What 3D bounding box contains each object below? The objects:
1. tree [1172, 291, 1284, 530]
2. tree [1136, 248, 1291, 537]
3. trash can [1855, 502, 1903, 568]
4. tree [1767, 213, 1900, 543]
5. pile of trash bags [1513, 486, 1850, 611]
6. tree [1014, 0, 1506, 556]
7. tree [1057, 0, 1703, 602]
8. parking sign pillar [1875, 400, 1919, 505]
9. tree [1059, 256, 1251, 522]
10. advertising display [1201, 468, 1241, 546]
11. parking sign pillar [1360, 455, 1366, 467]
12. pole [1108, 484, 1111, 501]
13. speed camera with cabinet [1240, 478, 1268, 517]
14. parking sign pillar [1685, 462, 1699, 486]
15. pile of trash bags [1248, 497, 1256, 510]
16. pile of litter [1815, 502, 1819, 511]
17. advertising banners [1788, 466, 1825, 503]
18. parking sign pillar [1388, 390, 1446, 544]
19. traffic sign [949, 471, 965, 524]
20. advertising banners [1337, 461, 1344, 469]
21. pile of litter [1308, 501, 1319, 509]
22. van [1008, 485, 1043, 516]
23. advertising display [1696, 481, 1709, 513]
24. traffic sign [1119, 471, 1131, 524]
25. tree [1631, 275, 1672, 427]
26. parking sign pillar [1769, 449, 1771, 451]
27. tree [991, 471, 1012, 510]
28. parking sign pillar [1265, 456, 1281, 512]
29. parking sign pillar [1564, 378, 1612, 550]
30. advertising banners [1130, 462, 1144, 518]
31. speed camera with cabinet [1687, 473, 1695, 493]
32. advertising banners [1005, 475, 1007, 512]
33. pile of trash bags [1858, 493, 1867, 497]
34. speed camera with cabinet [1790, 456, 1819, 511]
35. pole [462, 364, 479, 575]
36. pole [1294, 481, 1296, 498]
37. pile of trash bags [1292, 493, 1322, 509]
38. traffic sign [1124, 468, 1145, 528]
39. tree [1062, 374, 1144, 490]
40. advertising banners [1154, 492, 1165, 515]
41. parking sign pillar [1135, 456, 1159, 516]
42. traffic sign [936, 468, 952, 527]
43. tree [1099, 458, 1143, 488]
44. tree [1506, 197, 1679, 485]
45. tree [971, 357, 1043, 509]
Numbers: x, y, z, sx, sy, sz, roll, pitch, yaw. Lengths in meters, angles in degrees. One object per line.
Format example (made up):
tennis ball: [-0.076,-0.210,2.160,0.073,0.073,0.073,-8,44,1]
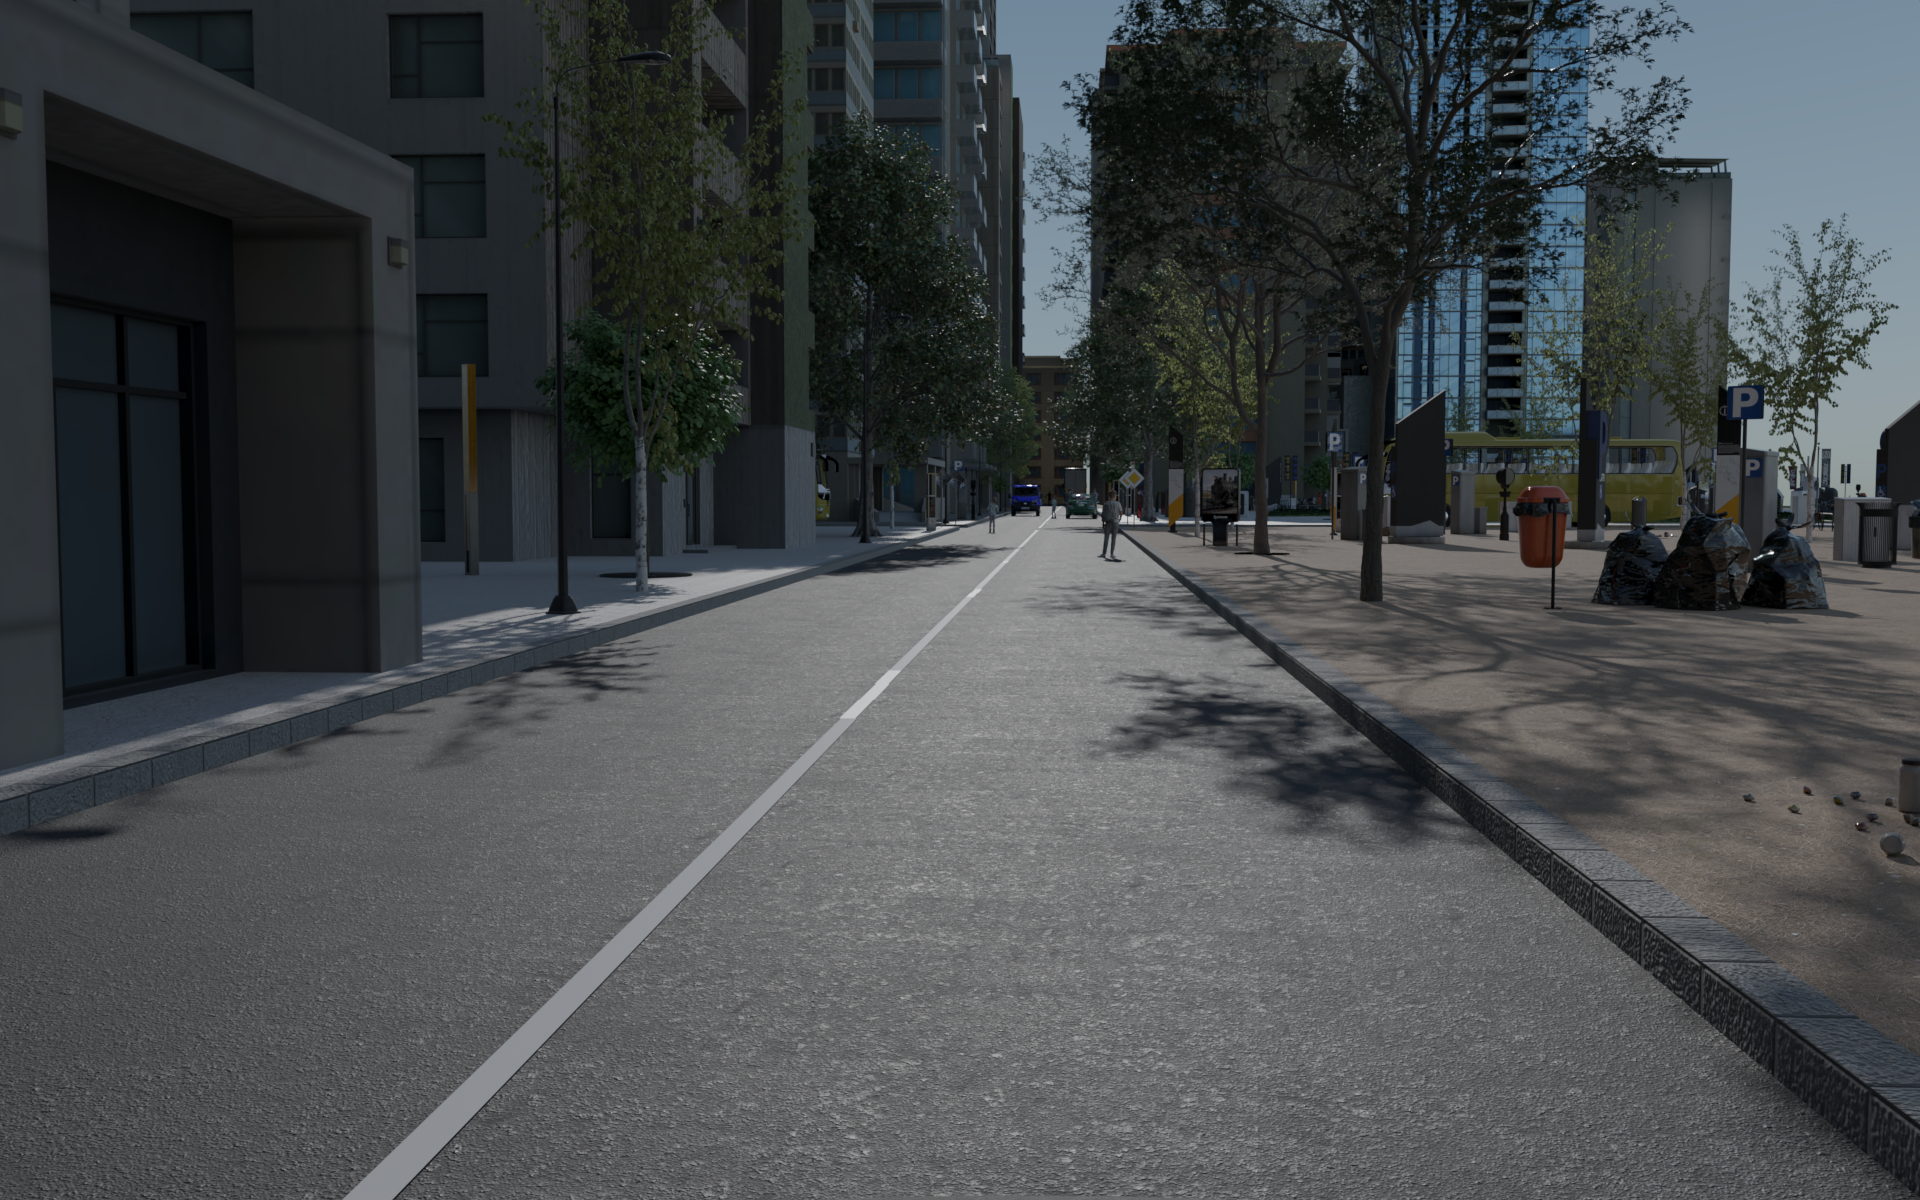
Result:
tree: [9.703,-6.824,61.938,4.737,8.622,4.395,0,3,0]
tree: [7.278,-6.172,51.270,4.360,8.622,3.978,0,3,0]
trash can: [15.971,-1.130,30.134,0.748,1.137,0.748,0,3,0]
tree: [22.117,-5.812,45.387,4.737,8.622,4.395,0,3,0]
pile of trash bags: [7.950,-0.613,19.783,3.447,1.369,1.912,-1,4,-11]
tree: [6.233,-7.696,36.193,12.009,13.543,11.850,0,3,0]
tree: [4.717,-5.247,20.196,8.767,10.594,7.601,2,4,35]
parking sign pillar: [26.216,-3.659,48.303,1.447,3.967,1.447,-1,4,-18]
tree: [8.791,-10.003,80.550,9.611,12.733,9.660,0,3,0]
advertising display: [6.439,-2.298,42.792,0.974,1.923,0.123,2,4,27]
parking sign pillar: [27.534,-7.976,118.874,1.447,3.967,1.447,0,4,2]
pole: [12.484,-9.226,144.695,0.158,3.312,0.155,0,3,0]
speed camera with cabinet: [15.989,-6.203,95.760,2.038,3.252,0.660,1,4,11]
parking sign pillar: [60.070,-9.417,142.438,1.447,3.967,1.447,-2,4,-26]
pile of trash bags: [22.844,-7.878,138.563,1.912,1.369,3.447,1,4,10]
pile of litter: [51.119,-5.515,104.127,1.176,0.858,1.719,3,5,42]
advertising banners: [51.932,-6.737,106.341,2.074,3.025,0.090,2,4,34]
parking sign pillar: [11.857,-3.450,44.877,1.447,3.967,1.447,0,4,-8]
traffic sign: [-0.179,-4.356,74.862,0.795,2.450,0.064,0,4,4]
advertising banners: [20.377,-5.713,89.588,2.074,3.025,0.090,1,4,8]
pile of litter: [21.928,-5.700,107.162,1.176,0.858,1.719,-3,4,-37]
van: [4.351,-6.735,114.506,2.240,2.365,5.245,0,4,3]
advertising display: [35.816,-4.790,83.524,0.974,1.923,0.123,-3,4,-37]
traffic sign: [7.198,-4.325,74.360,0.795,2.450,0.064,0,4,4]
tree: [24.798,-6.616,58.531,4.737,8.622,4.395,0,3,0]
parking sign pillar: [47.612,-7.011,103.107,1.447,3.967,1.447,-2,4,-24]
tree: [3.354,-8.807,138.598,1.663,3.219,1.824,0,3,0]
parking sign pillar: [22.207,-8.255,123.443,1.447,3.967,1.447,-1,4,-14]
parking sign pillar: [14.847,-3.192,40.655,1.447,3.967,1.447,2,4,29]
advertising banners: [9.526,-5.851,91.844,0.090,3.025,2.074,3,4,36]
speed camera with cabinet: [58.997,-8.808,138.339,2.038,3.252,0.660,0,4,8]
advertising banners: [3.330,-7.965,126.409,0.090,3.025,2.074,0,3,0]
pile of trash bags: [47.503,-5.036,92.088,3.447,1.369,1.912,1,4,12]
speed camera with cabinet: [43.630,-5.814,89.394,2.038,3.252,0.660,-3,5,-40]
pole: [-7.719,-2.046,27.297,0.158,3.312,0.155,0,3,0]
pole: [25.729,-8.511,132.994,0.158,3.312,0.155,0,3,0]
pile of trash bags: [27.643,-7.808,137.406,1.912,1.369,3.447,-2,4,-33]
traffic sign: [6.676,-3.838,66.392,0.795,2.450,0.064,0,4,4]
tree: [12.111,-13.028,138.767,9.928,11.665,9.643,0,3,0]
advertising banners: [12.559,-6.769,106.868,0.090,3.025,2.074,-2,4,-30]
parking sign pillar: [11.069,-6.986,102.699,1.447,3.967,1.447,3,4,38]
traffic sign: [-0.702,-3.869,66.894,0.795,2.450,0.064,0,4,4]
tree: [10.982,-7.991,114.373,4.285,4.588,4.351,0,3,0]
tree: [16.144,-5.716,43.822,4.360,8.622,3.978,0,3,0]
tree: [3.469,-13.810,143.917,7.486,12.596,7.792,0,3,0]
